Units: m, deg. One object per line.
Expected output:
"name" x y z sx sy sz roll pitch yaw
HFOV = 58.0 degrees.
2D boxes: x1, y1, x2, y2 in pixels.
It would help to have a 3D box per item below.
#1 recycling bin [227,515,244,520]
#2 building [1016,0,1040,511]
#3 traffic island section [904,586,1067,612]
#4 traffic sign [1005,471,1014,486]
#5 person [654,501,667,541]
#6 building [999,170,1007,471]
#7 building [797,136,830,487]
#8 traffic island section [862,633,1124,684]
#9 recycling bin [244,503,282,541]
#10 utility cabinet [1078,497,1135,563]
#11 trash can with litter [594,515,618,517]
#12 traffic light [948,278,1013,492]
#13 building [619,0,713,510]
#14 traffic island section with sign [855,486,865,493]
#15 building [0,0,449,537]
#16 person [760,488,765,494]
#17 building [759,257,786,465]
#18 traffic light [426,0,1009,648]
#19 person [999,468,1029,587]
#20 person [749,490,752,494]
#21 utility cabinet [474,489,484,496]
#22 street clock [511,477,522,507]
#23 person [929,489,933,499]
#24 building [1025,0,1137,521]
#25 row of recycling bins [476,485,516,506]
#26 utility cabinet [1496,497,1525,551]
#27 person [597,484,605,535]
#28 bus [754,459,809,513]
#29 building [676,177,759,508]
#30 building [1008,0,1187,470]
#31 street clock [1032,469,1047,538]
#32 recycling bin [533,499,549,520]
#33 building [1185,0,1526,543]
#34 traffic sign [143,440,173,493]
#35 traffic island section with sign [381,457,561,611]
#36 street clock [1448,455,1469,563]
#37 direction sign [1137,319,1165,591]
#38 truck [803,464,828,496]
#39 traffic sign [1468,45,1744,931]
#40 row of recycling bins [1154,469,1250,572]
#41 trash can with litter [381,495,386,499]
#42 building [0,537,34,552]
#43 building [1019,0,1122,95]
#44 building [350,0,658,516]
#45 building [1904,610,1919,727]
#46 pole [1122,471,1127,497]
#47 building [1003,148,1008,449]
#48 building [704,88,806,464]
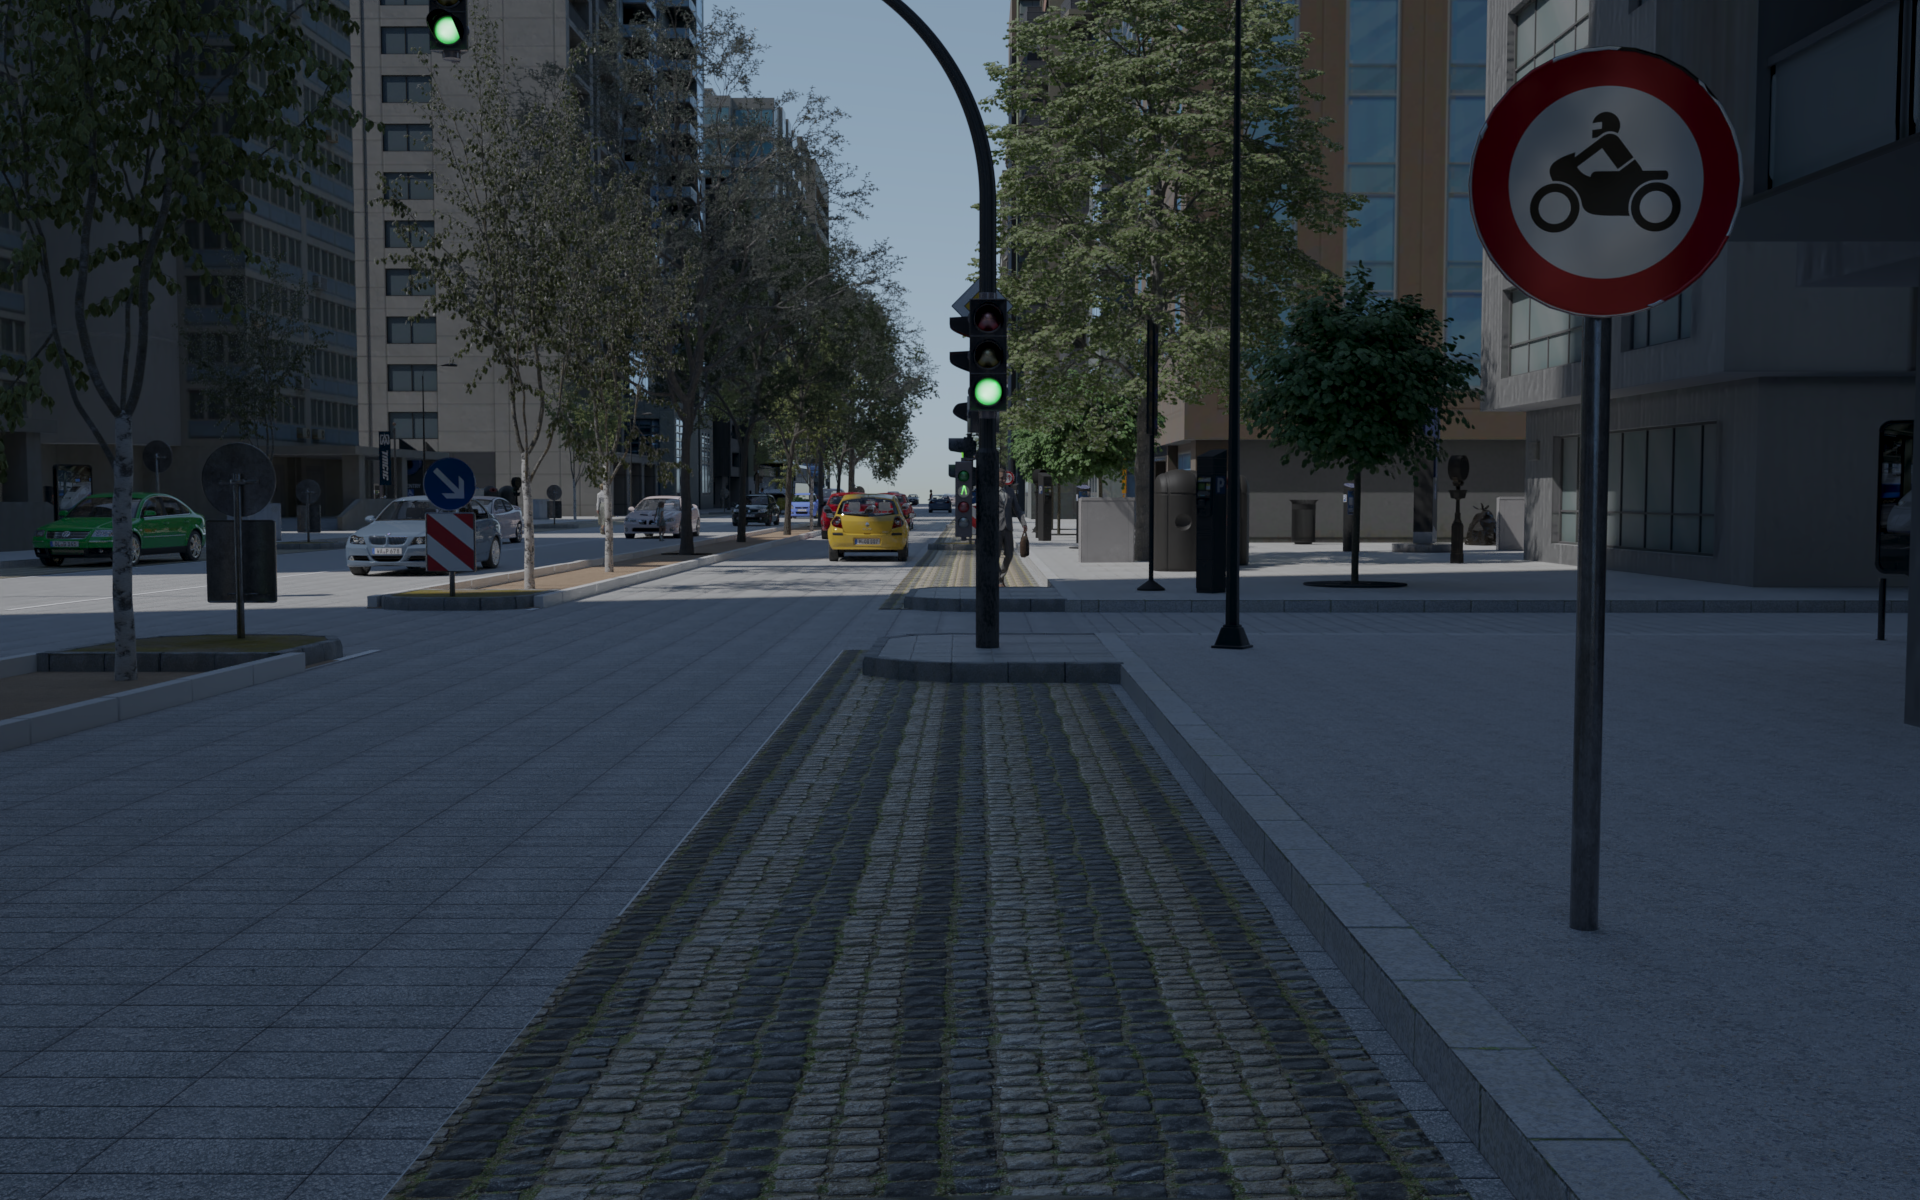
"recycling bin" -22.647 -2.576 54.679 0.722 1.027 0.722 0 3 0
"building" 11.403 -27.667 135.945 14.154 41.232 14.086 0 4 0
"traffic island section" 0.311 -0.013 22.491 2.009 0.180 2.903 0 4 0
"traffic sign" 2.602 -5.818 95.229 0.768 2.556 0.104 1 4 8
"person" -9.168 -2.398 52.729 0.505 1.210 0.382 2 4 35
"building" 16.429 -38.040 245.661 21.300 48.544 21.600 0 4 0
"building" -29.433 -37.566 237.897 21.300 48.544 21.600 0 4 0
"traffic island section" 0.244 0.476 14.506 2.009 0.180 2.903 0 4 0
"recycling bin" -19.144 -2.148 47.674 0.722 1.027 0.722 -3 4 -36
"utility cabinet" 2.749 -1.305 32.504 1.020 1.237 0.306 0 4 -7
"trash can with litter" -19.946 -5.247 96.847 1.678 1.210 2.233 1 4 11
"traffic light" 0.271 -2.046 22.378 0.839 4.253 0.868 0 4 0
"building" -30.779 -50.164 132.851 22.319 86.520 31.000 0 4 0
"traffic island section with sign" -5.720 -5.456 97.344 2.006 1.907 1.989 0 4 0
"building" -37.565 -22.893 66.186 32.217 40.220 23.993 0 4 0
"person" -12.464 -6.146 108.972 0.705 1.826 1.348 2 4 30
"building" -26.692 -25.537 189.232 14.160 30.474 14.107 0 4 0
"traffic light" -1.889 -2.422 14.269 4.771 5.953 1.251 0 4 0
"person" 0.634 -1.043 25.682 0.709 1.813 0.853 -2 4 -26
"person" -16.460 -7.755 135.971 1.217 1.739 0.721 -1 4 -13
"utility cabinet" -26.159 -5.236 94.290 0.318 1.500 1.173 -3 4 -37
"street clock" -18.792 -4.212 73.428 0.358 2.002 0.471 1 4 21
"person" -2.462 -8.349 144.947 0.705 1.831 1.348 0 4 -5
"building" 14.723 -46.939 80.118 22.319 86.520 31.000 0 4 0
"row of recycling bins" -22.828 -4.621 82.667 3.534 1.692 1.069 -3 5 -44
"utility cabinet" 12.720 -1.722 39.309 1.020 1.237 0.306 0 4 4
"person" -12.534 -3.188 60.848 0.478 1.798 0.641 1 4 14
"bus" -12.729 -8.175 125.210 2.896 3.916 12.252 0 4 0
"building" -26.552 -23.568 157.039 14.160 30.474 14.107 0 4 0
"building" 11.215 -30.601 150.443 14.600 45.320 14.200 0 4 0
"street clock" 2.325 -2.801 50.370 0.358 2.002 0.471 3 5 40
"recycling bin" -21.250 -4.588 87.567 0.722 1.027 0.722 3 4 36
"building" 12.789 -24.510 50.848 14.600 45.320 14.200 0 4 0
"traffic sign" -18.967 -2.497 40.939 0.768 2.556 0.104 1 4 8
"traffic island section with sign" -6.341 -0.861 22.208 2.006 1.907 1.989 0 4 0
"street clock" 9.217 -1.682 32.066 0.358 2.002 0.471 3 4 39
"direction sign" 2.544 -1.894 22.961 0.379 3.537 0.876 1 4 14
"truck" -12.869 -10.320 158.484 2.967 4.110 18.799 0 4 0
"traffic sign" 1.845 -0.302 5.043 0.768 2.556 0.104 0 4 4
"row of recycling bins" 4.178 -1.406 30.097 1.069 1.692 3.534 2 4 26
"trash can with litter" -30.219 -4.914 91.395 1.678 1.210 2.233 0 4 -3
"building" -37.345 -20.940 34.250 32.217 40.220 23.993 0 4 0
"building" 15.120 -28.115 114.299 22.147 44.769 28.867 0 4 0
"building" -30.092 -40.922 107.331 20.563 71.187 20.611 0 4 0
"building" 10.570 -19.684 5.432 14.154 41.232 14.086 0 4 0
"pole" 6.222 -4.384 65.514 0.158 3.312 0.155 0 3 0
"building" 16.335 -33.737 206.228 22.147 44.769 28.867 0 4 0
"building" -30.609 -36.210 211.639 23.786 49.044 30.456 0 4 0
